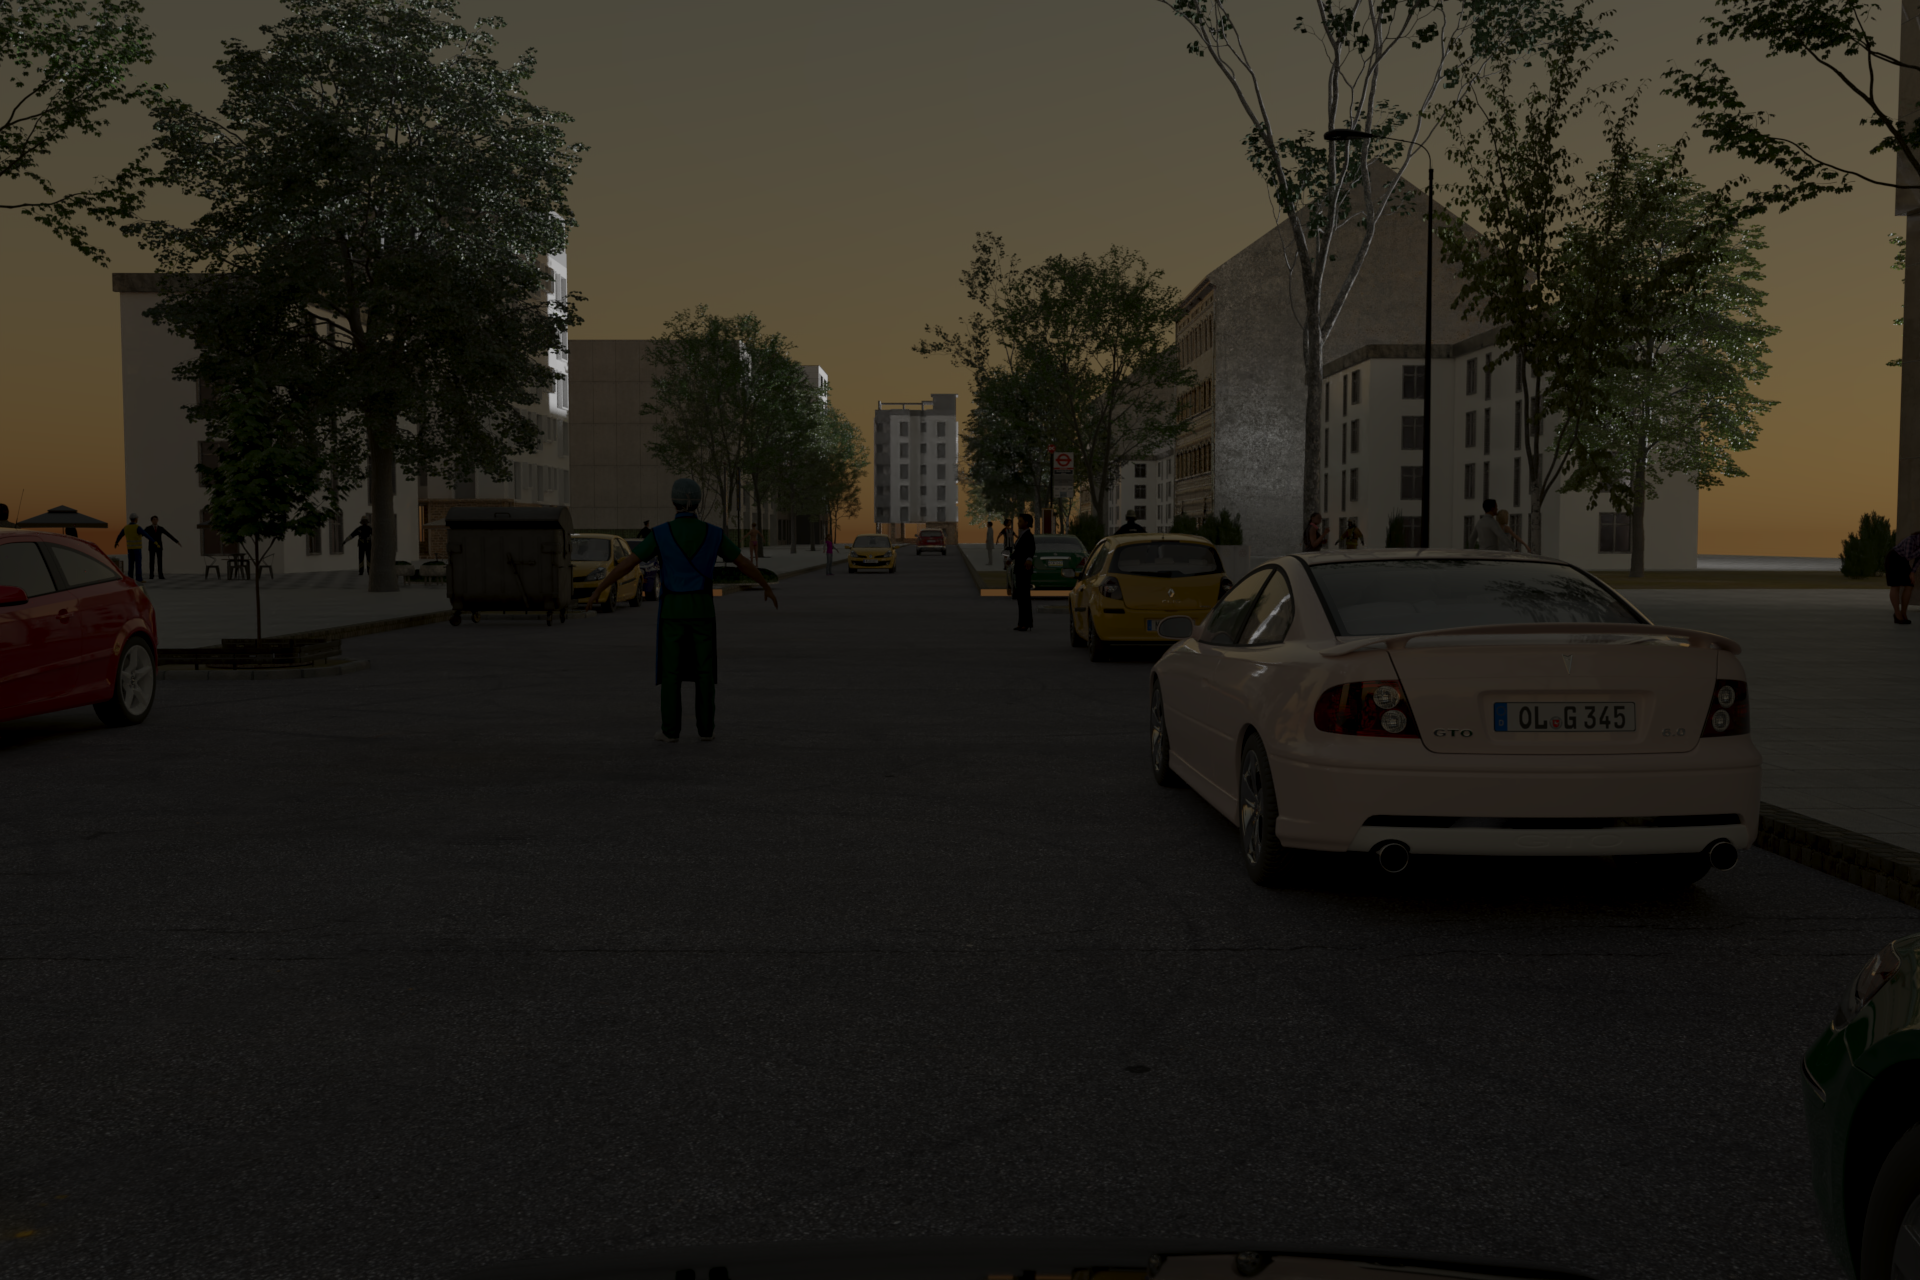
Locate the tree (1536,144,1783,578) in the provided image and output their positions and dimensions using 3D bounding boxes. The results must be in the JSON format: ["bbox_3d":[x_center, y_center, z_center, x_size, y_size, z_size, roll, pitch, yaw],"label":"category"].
[{"bbox_3d":[20.432,-8.134,51.111,7.486,12.596,7.792,0,3,0],"label":"tree"}]

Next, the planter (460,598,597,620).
[{"bbox_3d":[-7.358,-0.534,29.875,1.991,0.319,1.994,0,4,-1],"label":"planter"}]

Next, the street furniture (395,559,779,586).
[{"bbox_3d":[-9.954,-1.755,44.322,10.072,0.657,5.734,1,4,14],"label":"street furniture"}]

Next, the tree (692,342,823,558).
[{"bbox_3d":[-11.004,-10.281,93.842,9.928,11.665,9.643,0,3,0],"label":"tree"}]

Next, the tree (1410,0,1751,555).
[{"bbox_3d":[8.357,-4.524,24.330,4.737,8.622,4.395,0,3,0],"label":"tree"}]

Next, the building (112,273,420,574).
[{"bbox_3d":[-26.639,-7.810,69.834,9.099,9.664,28.070,0,4,-1],"label":"building"}]

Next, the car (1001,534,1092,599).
[{"bbox_3d":[2.021,-1.688,39.399,2.131,1.459,4.920,0,4,-1],"label":"car"}]

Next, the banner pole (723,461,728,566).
[{"bbox_3d":[-8.089,-4.276,59.935,0.401,3.779,0.863,0,4,1],"label":"banner pole"}]

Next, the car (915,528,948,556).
[{"bbox_3d":[-1.941,-6.638,117.208,2.281,1.827,5.304,0,4,-1],"label":"car"}]

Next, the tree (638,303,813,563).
[{"bbox_3d":[-10.447,-9.275,77.399,9.928,11.665,9.643,0,3,0],"label":"tree"}]

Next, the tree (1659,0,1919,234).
[{"bbox_3d":[8.604,-5.372,13.588,9.928,11.665,9.643,0,3,0],"label":"tree"}]

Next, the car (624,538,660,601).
[{"bbox_3d":[-7.327,-1.572,38.281,1.945,1.354,3.894,0,4,0],"label":"car"}]

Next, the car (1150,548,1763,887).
[{"bbox_3d":[2.073,0.240,8.437,2.083,1.381,4.827,0,4,-1],"label":"car"}]

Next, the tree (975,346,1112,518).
[{"bbox_3d":[4.607,-10.405,95.880,9.928,11.665,9.643,0,3,0],"label":"tree"}]

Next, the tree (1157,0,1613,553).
[{"bbox_3d":[9.200,-11.097,37.324,12.611,20.169,13.585,0,3,0],"label":"tree"}]

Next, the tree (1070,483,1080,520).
[{"bbox_3d":[17.426,-17.619,238.435,4.360,8.622,3.978,0,3,0],"label":"tree"}]

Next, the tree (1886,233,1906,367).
[{"bbox_3d":[25.902,-7.524,41.150,7.486,12.596,7.792,0,3,0],"label":"tree"}]

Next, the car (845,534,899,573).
[{"bbox_3d":[-3.237,-3.299,64.169,2.015,1.641,3.980,0,4,-1],"label":"car"}]

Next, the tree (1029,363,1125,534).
[{"bbox_3d":[4.816,-7.645,75.353,4.737,8.622,4.395,0,3,0],"label":"tree"}]

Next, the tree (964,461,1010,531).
[{"bbox_3d":[4.298,-19.410,235.485,7.486,12.596,7.792,0,3,0],"label":"tree"}]

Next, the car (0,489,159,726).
[{"bbox_3d":[-7.033,-0.152,11.524,2.155,1.783,4.494,0,4,-1],"label":"car"}]

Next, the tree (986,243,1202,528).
[{"bbox_3d":[5.023,-8.423,63.464,9.928,11.665,9.643,0,3,0],"label":"tree"}]

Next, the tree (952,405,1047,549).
[{"bbox_3d":[4.357,-14.344,144.889,12.009,13.543,11.850,0,3,0],"label":"tree"}]

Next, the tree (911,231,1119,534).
[{"bbox_3d":[3.788,-15.492,109.188,12.611,20.169,13.585,0,3,0],"label":"tree"}]

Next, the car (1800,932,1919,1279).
[{"bbox_3d":[2.288,0.667,0.886,2.131,1.459,4.920,0,4,-1],"label":"car"}]

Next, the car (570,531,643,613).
[{"bbox_3d":[-7.156,-1.383,32.829,2.015,1.641,3.980,0,4,0],"label":"car"}]

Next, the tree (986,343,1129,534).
[{"bbox_3d":[4.750,-9.199,84.822,7.601,10.594,8.767,0,4,5],"label":"tree"}]

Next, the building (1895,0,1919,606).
[{"bbox_3d":[26.837,-14.963,10.871,22.709,31.103,35.509,0,4,-1],"label":"building"}]

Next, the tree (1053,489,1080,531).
[{"bbox_3d":[13.958,-17.206,231.678,4.737,8.622,4.395,0,3,0],"label":"tree"}]

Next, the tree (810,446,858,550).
[{"bbox_3d":[-10.882,-11.398,136.720,4.360,8.622,3.978,0,3,0],"label":"tree"}]

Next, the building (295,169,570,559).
[{"bbox_3d":[-28.264,-14.321,90.568,16.016,20.090,11.380,0,4,0],"label":"building"}]

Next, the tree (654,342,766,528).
[{"bbox_3d":[-10.073,-7.113,66.657,4.360,8.622,3.978,0,3,0],"label":"tree"}]

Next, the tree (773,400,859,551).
[{"bbox_3d":[-11.179,-12.465,129.551,9.928,11.665,9.643,0,3,0],"label":"tree"}]

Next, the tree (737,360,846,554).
[{"bbox_3d":[-11.256,-11.964,113.740,7.486,12.596,7.792,0,3,0],"label":"tree"}]

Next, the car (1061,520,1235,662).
[{"bbox_3d":[2.268,-0.648,20.822,2.015,1.641,3.980,0,4,-1],"label":"car"}]

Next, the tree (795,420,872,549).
[{"bbox_3d":[-11.031,-13.465,145.910,9.928,11.665,9.643,0,3,0],"label":"tree"}]

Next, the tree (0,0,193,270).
[{"bbox_3d":[-13.213,-5.788,20.387,9.928,11.665,9.643,0,3,0],"label":"tree"}]

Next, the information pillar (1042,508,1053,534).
[{"bbox_3d":[2.508,-2.772,49.809,0.304,2.012,0.304,0,4,-1],"label":"information pillar"}]

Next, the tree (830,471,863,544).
[{"bbox_3d":[-16.348,-18.104,230.415,7.601,10.594,8.767,0,4,2],"label":"tree"}]

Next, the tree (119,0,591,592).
[{"bbox_3d":[-12.963,-8.045,38.190,9.857,13.997,8.962,0,3,0],"label":"tree"}]

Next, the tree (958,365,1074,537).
[{"bbox_3d":[4.714,-13.665,130.079,9.857,13.997,8.962,0,3,0],"label":"tree"}]
